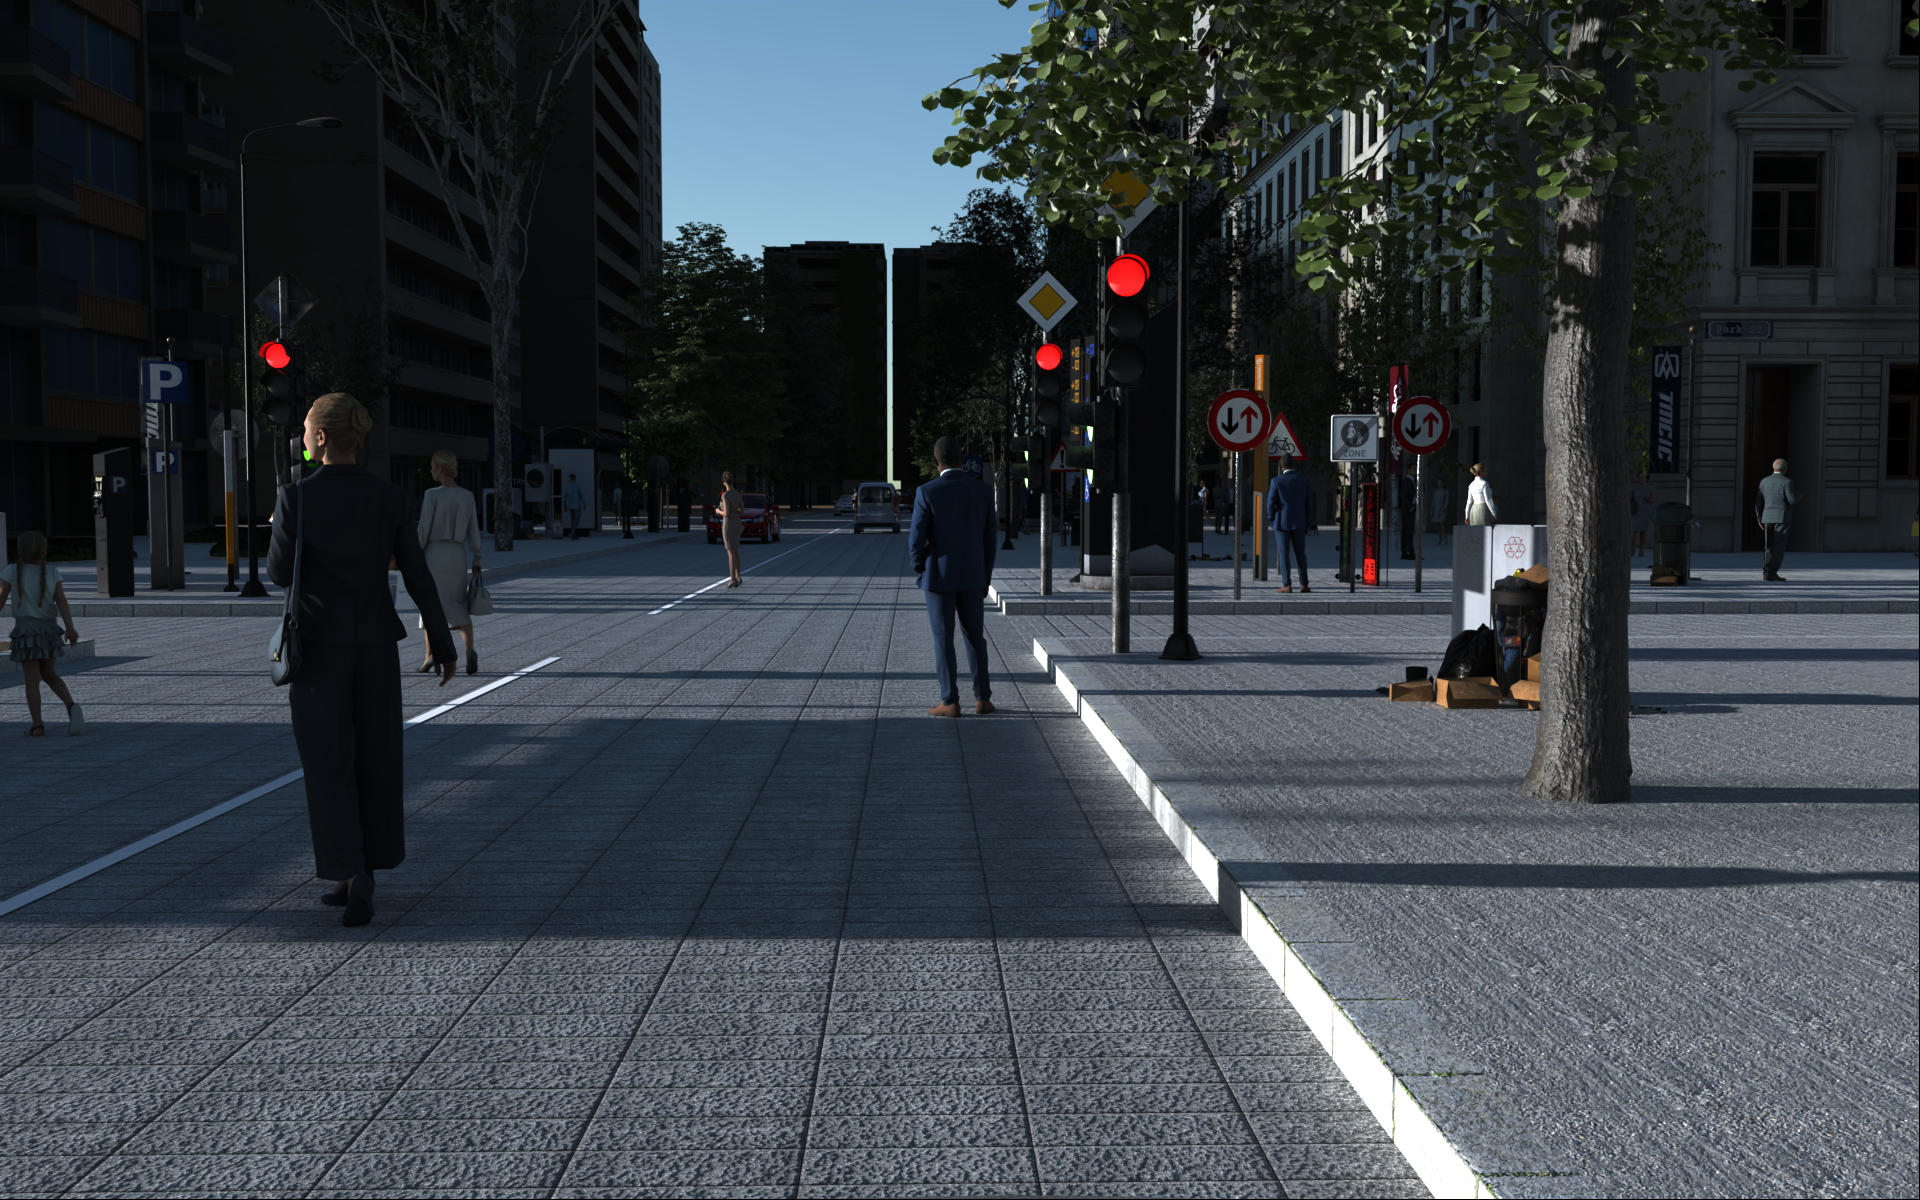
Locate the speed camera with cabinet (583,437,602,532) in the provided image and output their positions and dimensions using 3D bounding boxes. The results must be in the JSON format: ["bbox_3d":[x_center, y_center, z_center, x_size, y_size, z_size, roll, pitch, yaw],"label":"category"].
[{"bbox_3d":[-12.666,-3.987,59.530,0.660,3.252,2.038,-1,4,-15],"label":"speed camera with cabinet"}]

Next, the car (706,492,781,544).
[{"bbox_3d":[-6.369,-2.579,51.203,2.155,1.783,4.494,0,4,0],"label":"car"}]

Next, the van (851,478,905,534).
[{"bbox_3d":[-3.048,-3.493,64.125,2.013,2.044,4.112,0,4,-1],"label":"van"}]

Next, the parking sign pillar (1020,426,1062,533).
[{"bbox_3d":[2.757,-4.265,58.209,1.447,3.967,1.447,-2,4,-29],"label":"parking sign pillar"}]

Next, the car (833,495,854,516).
[{"bbox_3d":[-7.247,-6.203,113.775,2.083,1.381,4.827,0,3,0],"label":"car"}]

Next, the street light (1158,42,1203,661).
[{"bbox_3d":[1.176,-2.493,13.303,1.470,5.913,1.316,0,4,-1],"label":"street light"}]

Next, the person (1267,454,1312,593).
[{"bbox_3d":[4.306,-0.994,22.483,0.721,1.800,0.419,-1,4,-16],"label":"person"}]

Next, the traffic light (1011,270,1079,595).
[{"bbox_3d":[1.076,-2.016,21.879,0.839,4.253,0.868,0,4,-1],"label":"traffic light"}]

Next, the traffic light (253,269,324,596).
[{"bbox_3d":[-8.382,-2.000,21.622,0.839,4.253,0.868,0,4,-1],"label":"traffic light"}]

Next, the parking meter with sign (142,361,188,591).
[{"bbox_3d":[-10.784,-1.669,23.544,0.543,3.016,1.738,-2,4,-25],"label":"parking meter with sign"}]

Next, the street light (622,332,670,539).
[{"bbox_3d":[-9.013,-4.722,49.751,1.470,5.913,1.316,0,4,-1],"label":"street light"}]

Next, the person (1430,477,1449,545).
[{"bbox_3d":[12.222,-2.261,44.009,0.522,1.701,0.512,-3,5,-41],"label":"person"}]

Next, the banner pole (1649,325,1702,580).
[{"bbox_3d":[10.646,-2.187,25.776,0.863,3.779,0.401,0,4,-4],"label":"banner pole"}]

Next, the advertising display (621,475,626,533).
[{"bbox_3d":[-11.254,-3.228,57.999,0.123,1.923,0.974,-1,4,-10],"label":"advertising display"}]

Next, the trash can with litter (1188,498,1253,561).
[{"bbox_3d":[4.822,-1.367,33.410,2.233,1.210,1.678,1,4,10],"label":"trash can with litter"}]

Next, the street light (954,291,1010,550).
[{"bbox_3d":[0.563,-4.118,39.863,1.470,5.913,1.316,0,4,-1],"label":"street light"}]

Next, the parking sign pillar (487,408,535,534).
[{"bbox_3d":[-14.027,-4.005,53.962,1.447,3.967,1.447,0,4,-5],"label":"parking sign pillar"}]

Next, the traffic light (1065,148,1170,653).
[{"bbox_3d":[1.280,-1.528,13.896,0.839,4.253,0.868,0,4,-1],"label":"traffic light"}]

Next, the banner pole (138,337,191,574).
[{"bbox_3d":[-12.761,-2.305,27.697,0.863,3.779,0.401,1,4,14],"label":"banner pole"}]

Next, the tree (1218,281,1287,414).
[{"bbox_3d":[11.587,-6.596,58.200,4.737,8.622,4.395,0,3,0],"label":"tree"}]

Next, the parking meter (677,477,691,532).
[{"bbox_3d":[-9.355,-3.241,58.699,0.399,1.863,0.255,1,4,10],"label":"parking meter"}]

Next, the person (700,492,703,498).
[{"bbox_3d":[-23.421,-9.107,158.123,0.799,1.438,0.628,0,4,2],"label":"person"}]

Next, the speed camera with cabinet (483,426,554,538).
[{"bbox_3d":[-12.884,-3.436,50.507,2.038,3.252,0.660,1,4,14],"label":"speed camera with cabinet"}]

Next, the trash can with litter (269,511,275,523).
[{"bbox_3d":[-11.576,-1.156,30.281,0.624,1.170,1.055,0,3,0],"label":"trash can with litter"}]

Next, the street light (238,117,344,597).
[{"bbox_3d":[-8.298,-2.995,21.515,1.470,5.913,1.316,0,4,-1],"label":"street light"}]

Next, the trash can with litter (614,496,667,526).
[{"bbox_3d":[-13.536,-3.810,73.357,2.233,1.210,1.678,1,4,11],"label":"trash can with litter"}]

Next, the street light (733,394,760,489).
[{"bbox_3d":[-9.740,-6.510,78.979,1.470,5.913,1.316,0,4,-1],"label":"street light"}]

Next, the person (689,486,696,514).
[{"bbox_3d":[-17.778,-6.554,113.331,1.348,1.807,0.705,2,4,31],"label":"person"}]

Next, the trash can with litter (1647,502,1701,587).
[{"bbox_3d":[10.001,-0.789,24.285,0.624,1.170,1.055,2,4,27],"label":"trash can with litter"}]

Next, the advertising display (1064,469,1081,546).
[{"bbox_3d":[2.933,-2.317,43.099,0.974,1.923,0.123,-3,4,-39],"label":"advertising display"}]

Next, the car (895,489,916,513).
[{"bbox_3d":[-4.436,-7.492,131.168,2.281,1.827,5.304,0,4,0],"label":"car"}]

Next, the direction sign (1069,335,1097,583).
[{"bbox_3d":[1.786,-2.029,25.166,0.379,3.537,0.876,-1,4,-19],"label":"direction sign"}]

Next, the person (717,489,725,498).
[{"bbox_3d":[-23.571,-10.170,172.264,1.348,1.831,0.705,2,4,32],"label":"person"}]

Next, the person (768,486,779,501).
[{"bbox_3d":[-11.324,-5.921,103.564,1.217,1.735,0.721,-3,5,-43],"label":"person"}]

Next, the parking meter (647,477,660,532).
[{"bbox_3d":[-10.293,-3.208,58.160,0.255,1.863,0.399,1,4,22],"label":"parking meter"}]

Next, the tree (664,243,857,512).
[{"bbox_3d":[-10.590,-11.112,88.343,9.857,13.997,8.962,0,3,0],"label":"tree"}]

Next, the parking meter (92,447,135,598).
[{"bbox_3d":[-10.546,-0.970,21.565,0.255,1.863,0.399,2,4,34],"label":"parking meter"}]

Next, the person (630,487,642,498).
[{"bbox_3d":[-24.169,-7.524,129.047,0.705,1.826,1.348,3,5,43],"label":"person"}]

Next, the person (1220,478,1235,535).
[{"bbox_3d":[8.509,-2.926,54.286,0.661,1.777,0.834,-1,4,-13],"label":"person"}]

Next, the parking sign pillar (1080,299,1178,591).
[{"bbox_3d":[2.366,-2.146,23.560,1.447,3.967,1.447,0,4,-5],"label":"parking sign pillar"}]

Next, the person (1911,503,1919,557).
[{"bbox_3d":[20.004,-1.747,34.826,1.509,1.804,0.699,2,4,33],"label":"person"}]
